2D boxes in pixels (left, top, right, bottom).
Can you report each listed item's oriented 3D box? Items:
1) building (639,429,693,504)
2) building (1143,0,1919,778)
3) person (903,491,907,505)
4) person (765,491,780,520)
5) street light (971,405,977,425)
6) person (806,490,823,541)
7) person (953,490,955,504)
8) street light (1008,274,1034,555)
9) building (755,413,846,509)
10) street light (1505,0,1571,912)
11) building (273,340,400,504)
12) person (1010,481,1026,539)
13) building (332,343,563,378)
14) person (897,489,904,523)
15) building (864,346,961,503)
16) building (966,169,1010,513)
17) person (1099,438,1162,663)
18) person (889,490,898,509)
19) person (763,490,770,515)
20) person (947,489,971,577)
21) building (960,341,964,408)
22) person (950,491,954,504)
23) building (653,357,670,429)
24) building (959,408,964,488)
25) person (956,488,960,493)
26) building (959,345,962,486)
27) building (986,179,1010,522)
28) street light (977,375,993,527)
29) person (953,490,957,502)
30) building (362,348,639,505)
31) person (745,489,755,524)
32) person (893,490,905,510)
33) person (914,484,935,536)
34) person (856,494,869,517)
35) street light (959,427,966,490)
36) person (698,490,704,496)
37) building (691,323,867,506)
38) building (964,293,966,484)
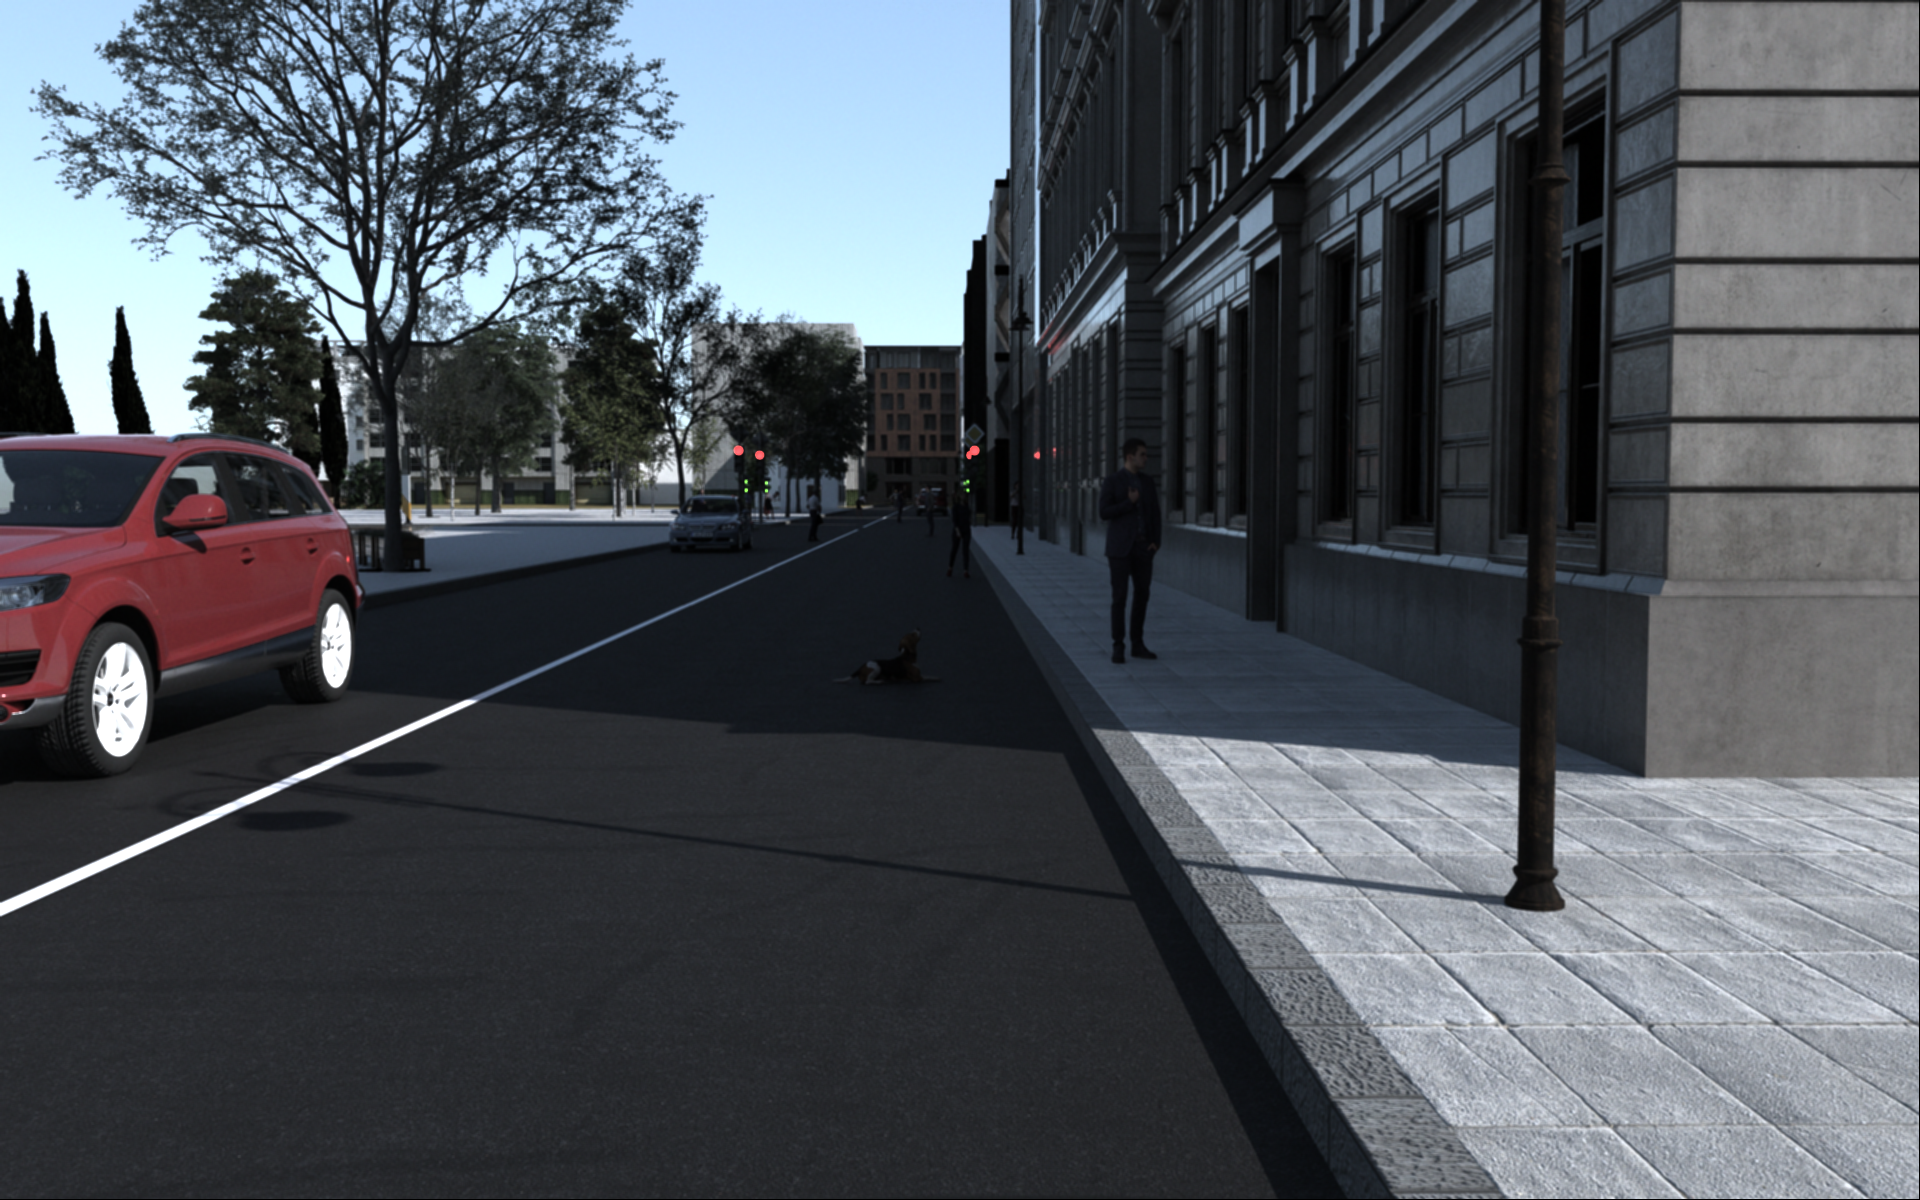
[{"bbox_3d":[-26.608,-17.161,222.737,28.070,9.664,9.099,0,4,-1],"label":"building"},{"bbox_3d":[7.686,-9.280,16.350,10.561,19.102,19.286,0,4,-1],"label":"building"},{"bbox_3d":[-6.923,-12.835,218.360,0.705,1.822,1.348,-1,4,-16],"label":"person"},{"bbox_3d":[-9.400,-4.749,86.885,0.799,1.438,0.628,0,4,-5],"label":"person"},{"bbox_3d":[0.759,-7.065,88.308,0.468,5.910,1.993,0,4,-1],"label":"street light"},{"bbox_3d":[-4.459,-2.577,52.844,0.590,1.554,0.614,-3,5,-42],"label":"person"},{"bbox_3d":[-0.579,-12.253,206.523,0.705,1.807,1.348,-1,4,-21],"label":"person"},{"bbox_3d":[1.281,-3.902,36.587,0.468,5.910,1.993,0,4,-1],"label":"street light"},{"bbox_3d":[-15.312,-13.657,165.431,9.099,9.664,28.070,0,4,-1],"label":"building"},{"bbox_3d":[1.794,-1.984,5.229,0.468,5.910,1.993,0,4,-1],"label":"street light"},{"bbox_3d":[-77.910,-22.134,218.315,11.380,20.091,16.016,0,4,-1],"label":"building"},{"bbox_3d":[1.667,-2.558,49.322,0.517,1.644,0.566,2,4,23],"label":"person"},{"bbox_3d":[-69.773,-24.738,248.444,32.646,21.610,27.936,0,4,-1],"label":"building"},{"bbox_3d":[-3.000,-4.750,87.081,0.530,1.710,0.541,2,4,31],"label":"person"},{"bbox_3d":[2.881,-24.770,248.969,32.646,21.610,27.936,0,4,-1],"label":"building"},{"bbox_3d":[6.923,-18.148,126.392,12.332,23.373,15.834,0,4,-1],"label":"building"},{"bbox_3d":[1.311,-0.390,13.344,0.541,1.710,0.530,-1,4,-16],"label":"person"},{"bbox_3d":[-6.132,-9.599,165.522,1.350,1.814,0.705,1,4,11],"label":"person"},{"bbox_3d":[-11.728,-5.904,105.042,0.387,1.526,0.523,-3,5,-40],"label":"person"},{"bbox_3d":[-0.024,-1.156,29.946,0.613,1.512,0.480,3,4,39],"label":"person"},{"bbox_3d":[8.022,-20.377,189.580,16.016,20.091,11.380,0,4,-1],"label":"building"},{"bbox_3d":[-0.857,-12.963,218.724,0.721,1.736,1.217,3,5,40],"label":"person"},{"bbox_3d":[-47.252,-23.591,242.137,11.380,20.091,16.016,0,4,-1],"label":"building"},{"bbox_3d":[4.570,-13.921,169.752,9.099,9.664,28.070,0,4,-1],"label":"building"},{"bbox_3d":[0.032,-7.562,130.127,0.683,1.767,0.568,0,4,2],"label":"person"},{"bbox_3d":[8.479,-21.097,211.389,16.747,18.905,31.486,0,4,-1],"label":"building"},{"bbox_3d":[9.872,-13.216,83.537,16.811,18.784,16.820,0,4,-1],"label":"building"},{"bbox_3d":[1.027,-5.799,67.596,0.468,5.910,1.993,0,4,-1],"label":"street light"},{"bbox_3d":[-0.640,-11.942,202.021,0.721,1.743,1.217,1,4,12],"label":"person"},{"bbox_3d":[-56.468,-21.487,217.772,31.486,18.905,16.747,0,4,-1],"label":"building"},{"bbox_3d":[-9.109,-4.085,74.895,0.319,1.574,0.516,3,5,42],"label":"person"},{"bbox_3d":[-5.435,-8.824,152.774,1.348,1.824,0.705,3,4,36],"label":"person"},{"bbox_3d":[-1.212,-3.073,59.268,0.750,1.759,0.617,0,4,3],"label":"person"},{"bbox_3d":[-6.135,-5.926,108.572,0.799,1.438,0.628,-3,5,-41],"label":"person"},{"bbox_3d":[0.375,-8.955,119.200,0.468,5.910,1.993,0,4,-1],"label":"street light"},{"bbox_3d":[-12.449,-4.566,83.391,0.600,1.496,0.574,3,4,36],"label":"person"},{"bbox_3d":[-19.538,-20.083,194.820,16.747,18.905,31.486,0,4,-1],"label":"building"},{"bbox_3d":[6.572,-19.116,142.226,12.332,23.373,15.834,0,4,-1],"label":"building"}]
